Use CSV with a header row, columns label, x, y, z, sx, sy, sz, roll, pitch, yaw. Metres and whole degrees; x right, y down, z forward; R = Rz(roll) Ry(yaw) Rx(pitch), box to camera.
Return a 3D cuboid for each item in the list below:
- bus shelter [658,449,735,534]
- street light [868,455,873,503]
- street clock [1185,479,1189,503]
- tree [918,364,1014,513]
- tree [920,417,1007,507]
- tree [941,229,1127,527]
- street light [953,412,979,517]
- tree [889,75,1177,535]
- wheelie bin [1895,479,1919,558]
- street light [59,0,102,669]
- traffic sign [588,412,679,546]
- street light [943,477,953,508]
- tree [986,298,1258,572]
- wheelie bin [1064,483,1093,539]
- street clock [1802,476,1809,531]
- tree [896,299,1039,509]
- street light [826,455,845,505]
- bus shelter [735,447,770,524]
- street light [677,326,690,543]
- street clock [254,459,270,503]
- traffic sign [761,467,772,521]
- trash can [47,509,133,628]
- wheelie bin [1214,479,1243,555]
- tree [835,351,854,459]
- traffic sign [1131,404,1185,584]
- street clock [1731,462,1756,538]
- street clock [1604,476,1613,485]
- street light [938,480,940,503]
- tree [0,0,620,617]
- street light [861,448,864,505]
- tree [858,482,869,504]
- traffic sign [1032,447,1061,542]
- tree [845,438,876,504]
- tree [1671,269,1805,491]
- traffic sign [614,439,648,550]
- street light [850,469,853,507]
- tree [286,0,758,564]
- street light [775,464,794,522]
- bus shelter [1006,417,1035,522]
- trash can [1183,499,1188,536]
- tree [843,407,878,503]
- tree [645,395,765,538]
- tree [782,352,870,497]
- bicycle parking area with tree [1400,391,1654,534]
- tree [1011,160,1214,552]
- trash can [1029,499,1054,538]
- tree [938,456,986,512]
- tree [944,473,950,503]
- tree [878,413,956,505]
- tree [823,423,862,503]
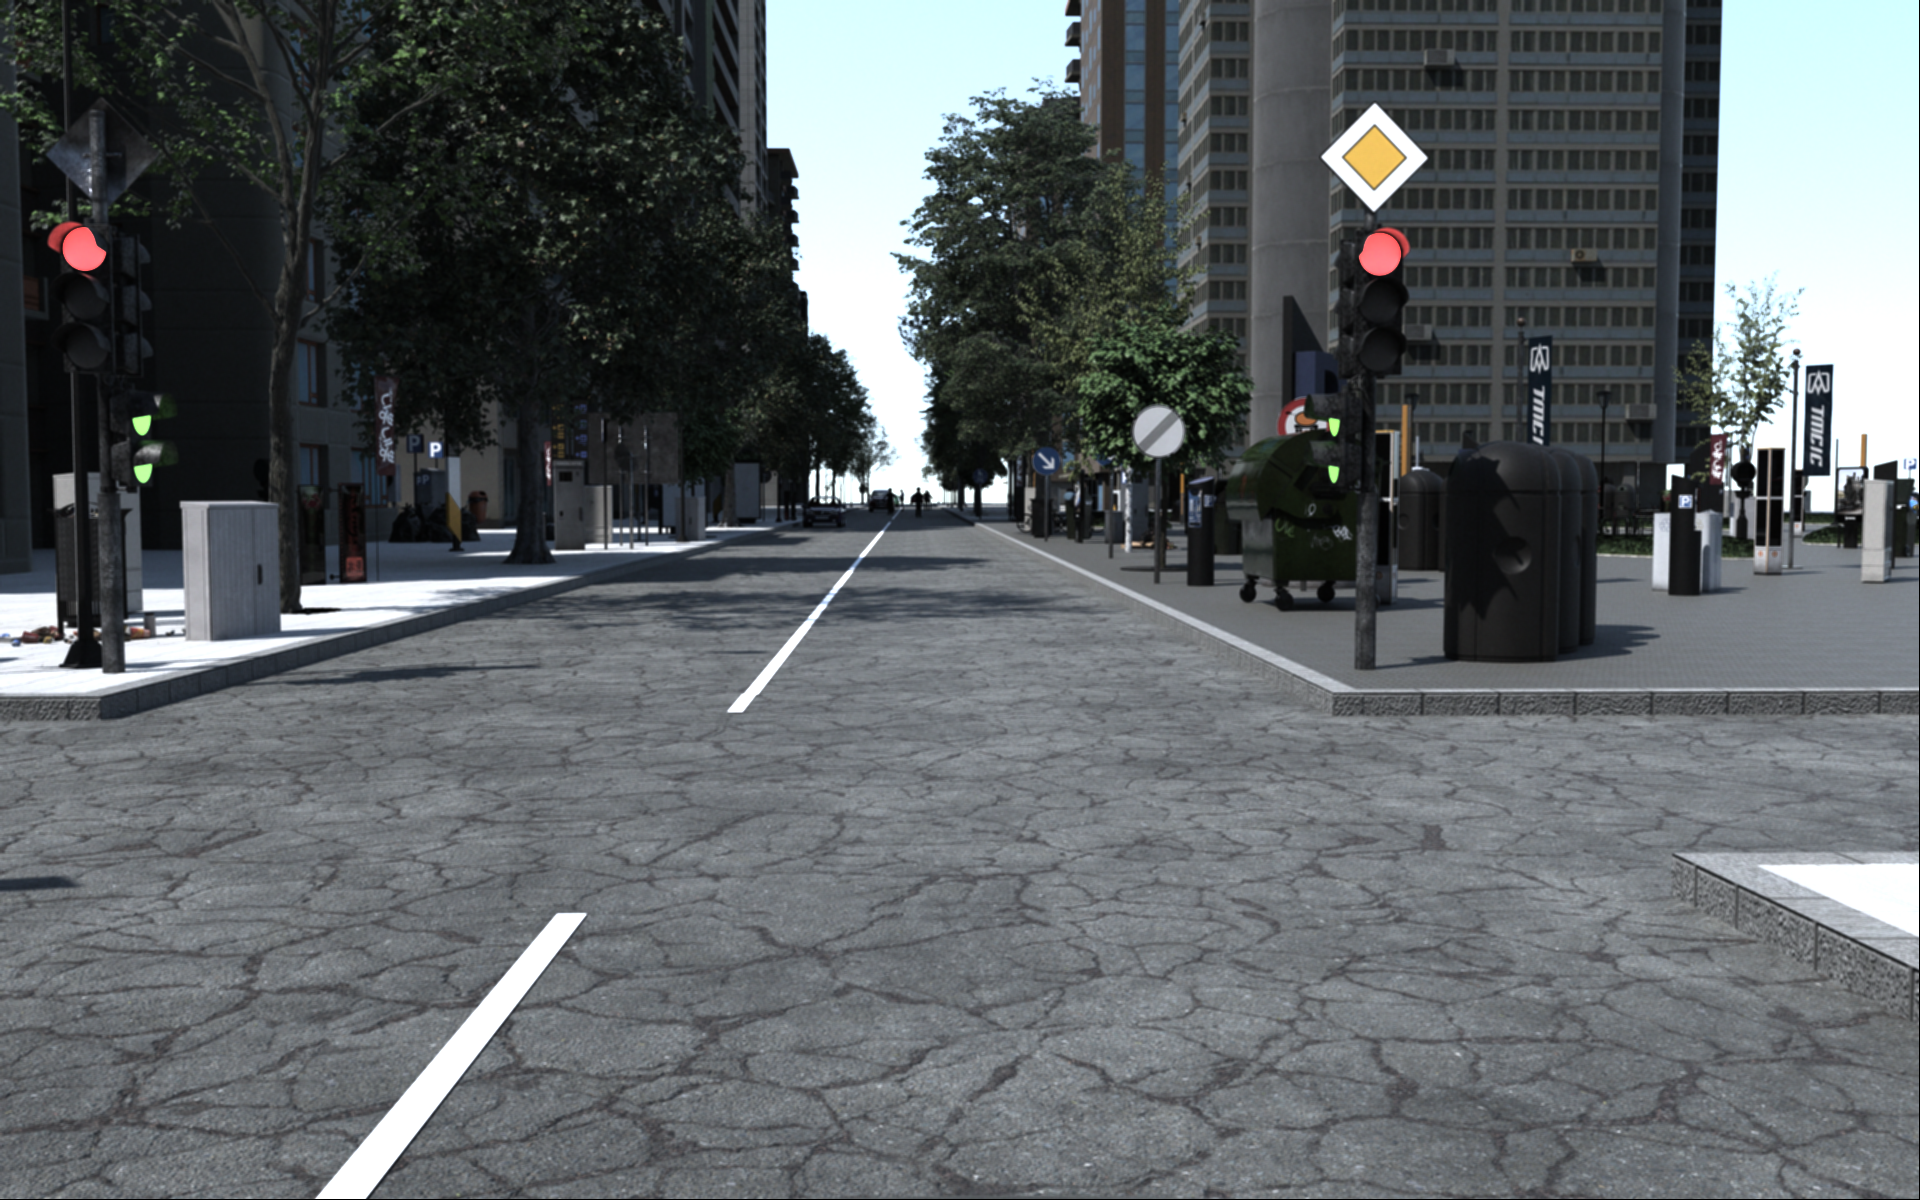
label,x,y,z,sx,sy,sz,roll,pitch,yaw
bus shelter,-8.875,-3.885,57.451,2.014,3.302,5.546,0,4,-1
street light,-11.081,-14.263,205.735,1.470,5.913,1.316,0,4,-2
street clock,10.700,-4.704,81.478,0.471,2.002,0.358,1,4,19
tree,0.774,-12.101,115.980,7.486,12.596,7.792,0,3,0
tree,0.375,-15.638,172.692,9.611,12.733,9.660,0,3,0
tree,2.844,-8.639,67.008,9.928,11.665,9.643,0,3,0
street light,0.488,-7.650,97.612,1.470,5.913,1.316,0,4,-2
tree,2.674,-8.981,53.499,9.857,13.997,8.962,0,3,0
wheelie bin,19.069,-1.676,35.316,0.693,1.594,0.980,-3,5,-41
street light,-5.947,-2.456,12.696,1.470,5.913,1.316,0,4,-2
traffic sign,-8.098,-3.000,42.930,2.265,3.308,0.079,0,4,4
street light,-0.409,-9.697,131.080,1.470,5.913,1.316,0,4,-2
tree,3.406,-2.779,29.155,4.285,4.588,4.351,0,3,0
wheelie bin,3.344,-2.527,49.225,0.693,1.594,0.980,2,4,26
street clock,29.095,-3.383,59.878,0.471,2.002,0.358,-3,4,-38
tree,1.173,-17.984,149.924,12.611,20.169,13.585,0,3,0
street light,-8.876,-9.131,121.828,1.470,5.913,1.316,0,4,-2
bus shelter,-9.457,-5.100,77.302,2.014,3.302,5.546,0,4,-2
street light,-6.809,-4.480,45.784,1.470,5.913,1.316,0,4,-2
street clock,-14.228,-1.893,35.520,0.471,2.002,0.358,2,4,33
traffic sign,-9.186,-4.949,81.028,0.768,2.556,0.104,0,4,0
trash can,-8.420,-0.315,16.798,0.748,1.137,0.748,0,3,0
wheelie bin,5.708,-1.755,36.609,0.980,1.594,0.693,-2,4,-30
tree,-8.790,-9.154,66.674,9.611,12.733,9.660,0,3,0
traffic sign,2.825,-1.507,24.751,0.768,2.556,0.104,0,4,1
street clock,17.504,-2.090,38.742,0.471,2.002,0.358,0,4,-7
street clock,26.601,-4.068,71.086,0.358,2.002,0.471,0,4,1
street light,-1.302,-11.724,164.220,1.470,5.913,1.316,0,4,-2
tree,-7.153,-5.664,18.358,9.928,11.665,9.643,0,3,0
street light,-10.302,-12.237,172.609,1.470,5.913,1.316,0,4,-2
tree,-13.106,-14.759,235.909,1.663,3.219,1.824,0,3,0
traffic sign,2.330,-2.853,46.747,0.768,2.556,0.104,0,4,0
tree,-13.045,-17.047,229.084,4.360,8.622,3.978,0,3,0
tree,26.048,-6.558,57.579,4.737,8.622,4.395,0,3,0
traffic sign,-7.595,-2.439,39.981,0.768,2.556,0.104,0,4,0
street light,-9.816,-11.163,155.061,1.470,5.913,1.316,0,4,-2
tree,-7.936,-7.024,31.854,9.611,12.733,9.660,0,3,0
street light,-7.726,-6.503,78.871,1.470,5.913,1.316,0,4,-2
bus shelter,3.199,-6.424,82.671,2.179,5.291,8.768,0,4,-1
trash can,7.204,-2.536,53.114,0.748,1.137,0.748,0,3,0
tree,-13.215,-20.518,245.831,12.009,13.543,11.850,0,3,0
tree,-7.966,-4.114,50.981,4.285,4.588,4.351,0,3,0
tree,-10.323,-12.986,130.451,7.486,12.596,7.792,0,3,0
bicycle parking area with tree,15.358,-3.781,48.823,8.231,4.147,9.016,2,4,26
tree,3.570,-5.378,38.291,4.737,8.622,4.395,0,3,0
trash can,2.406,-2.405,50.983,0.748,1.137,0.748,0,3,0
tree,1.203,-8.766,127.044,4.285,4.588,4.351,0,3,0
tree,-1.771,-17.534,237.048,4.360,8.622,3.978,0,3,0
tree,-0.665,-17.590,197.969,12.009,13.543,11.850,0,3,0
tree,-10.946,-12.729,158.486,4.737,8.622,4.395,0,3,0
